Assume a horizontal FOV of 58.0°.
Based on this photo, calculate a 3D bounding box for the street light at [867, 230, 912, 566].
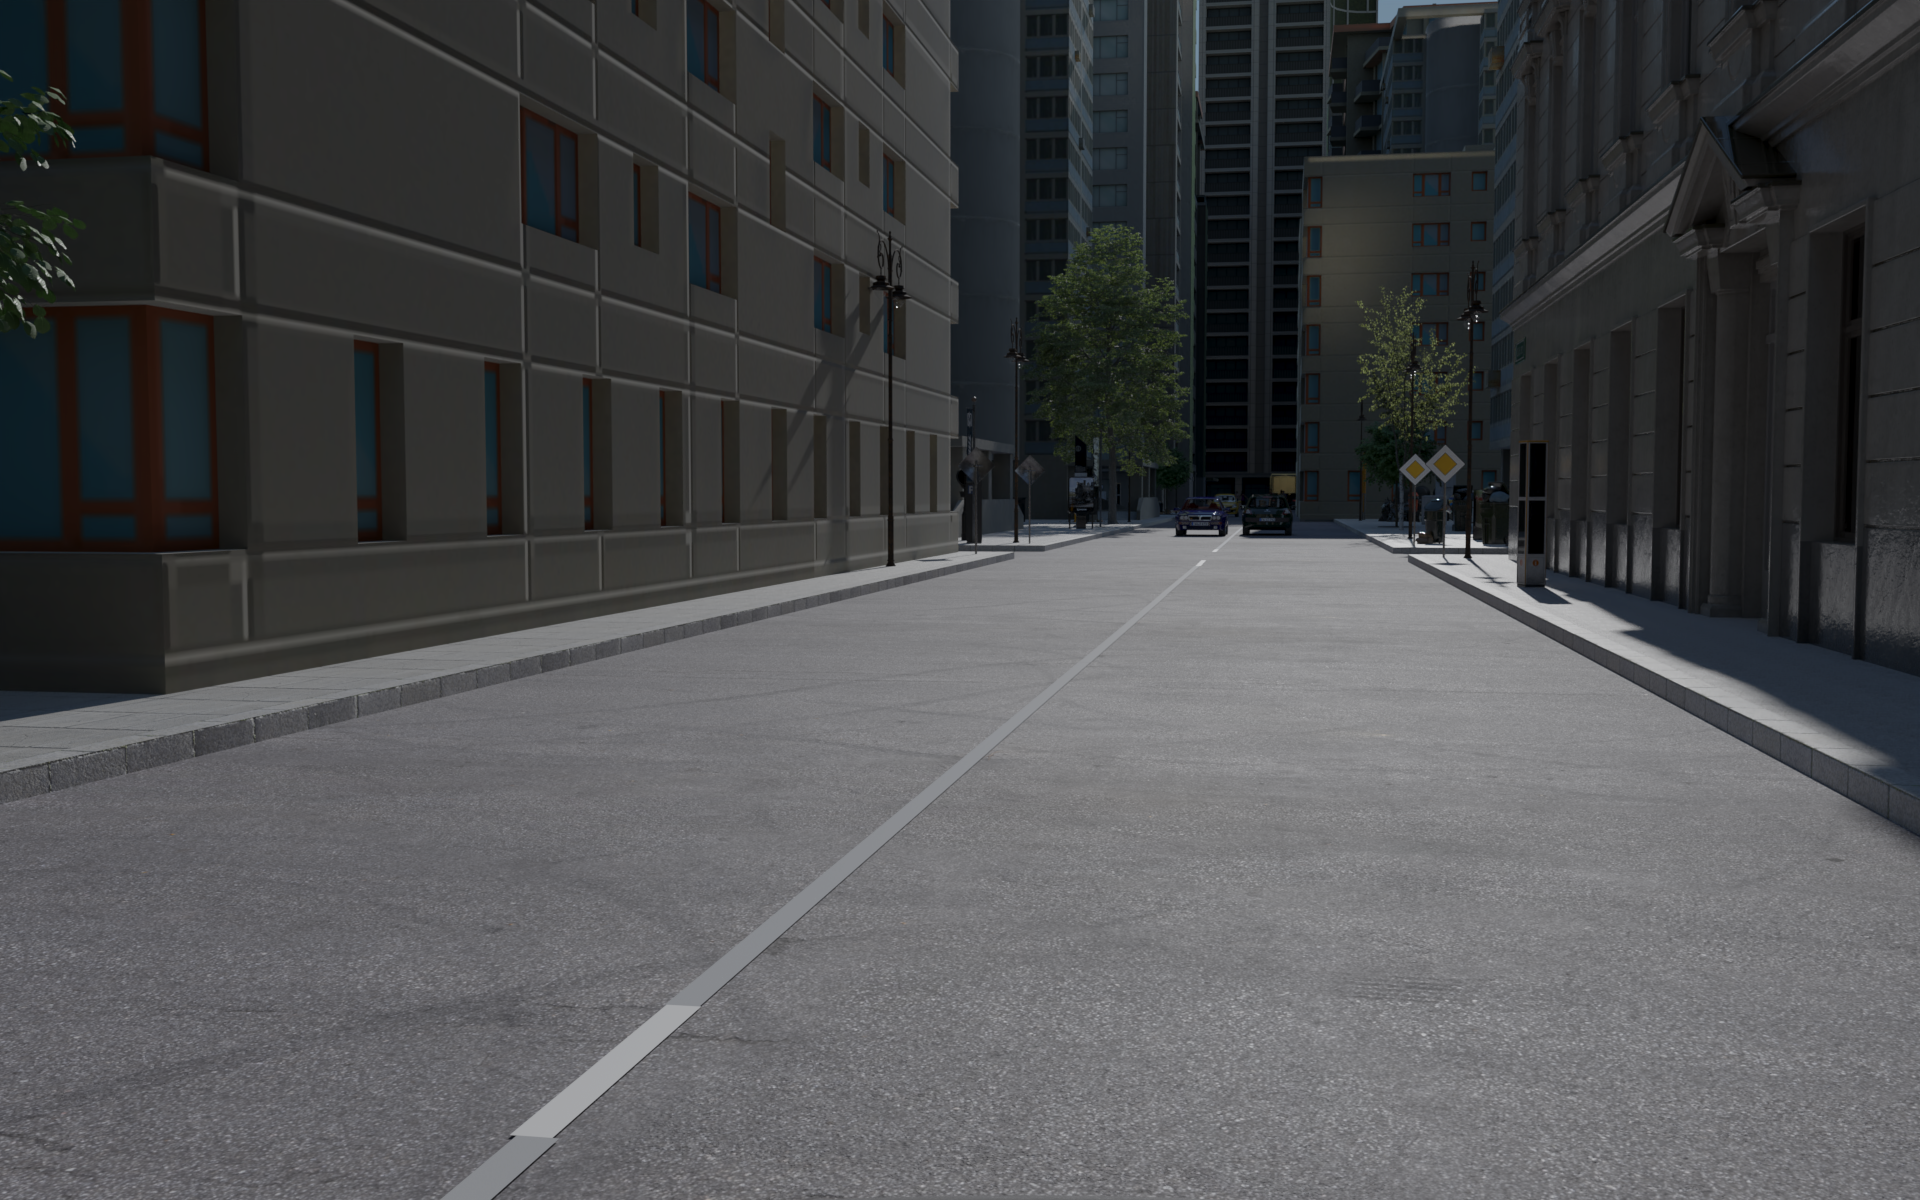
[{"bbox_3d":[-1.229,-3.536,30.605,0.468,5.910,1.993,1,4,10],"label":"street light"}]

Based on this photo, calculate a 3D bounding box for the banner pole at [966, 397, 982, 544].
[{"bbox_3d":[0.293,-3.335,44.549,0.401,3.779,0.863,1,4,17],"label":"banner pole"}]

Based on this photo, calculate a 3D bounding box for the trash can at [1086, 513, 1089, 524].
[{"bbox_3d":[5.315,-3.891,75.268,0.748,1.137,0.748,0,3,0],"label":"trash can"}]

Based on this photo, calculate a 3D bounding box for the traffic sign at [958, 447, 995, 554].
[{"bbox_3d":[0.346,-2.034,36.901,0.795,2.450,0.064,1,4,10],"label":"traffic sign"}]

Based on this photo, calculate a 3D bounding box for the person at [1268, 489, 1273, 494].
[{"bbox_3d":[23.729,-7.583,132.446,1.348,1.831,0.705,2,4,26],"label":"person"}]

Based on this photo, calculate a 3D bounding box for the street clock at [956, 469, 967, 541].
[{"bbox_3d":[0.144,-2.646,47.826,0.471,2.002,0.358,-1,4,-12],"label":"street clock"}]

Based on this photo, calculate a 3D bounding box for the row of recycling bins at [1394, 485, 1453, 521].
[{"bbox_3d":[22.425,-4.597,82.268,3.534,1.692,1.069,1,4,18],"label":"row of recycling bins"}]

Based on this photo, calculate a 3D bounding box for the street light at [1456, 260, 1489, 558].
[{"bbox_3d":[10.152,-3.771,34.444,0.468,5.910,1.993,1,4,10],"label":"street light"}]

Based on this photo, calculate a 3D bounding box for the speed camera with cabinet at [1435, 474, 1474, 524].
[{"bbox_3d":[21.731,-4.955,75.357,2.038,3.252,0.660,-1,4,-16],"label":"speed camera with cabinet"}]

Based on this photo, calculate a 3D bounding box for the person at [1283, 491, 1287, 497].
[{"bbox_3d":[26.040,-7.948,139.376,0.541,1.710,0.530,1,4,23],"label":"person"}]

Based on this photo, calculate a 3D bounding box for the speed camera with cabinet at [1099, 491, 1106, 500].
[{"bbox_3d":[7.805,-6.759,104.838,2.038,3.252,0.660,1,4,12],"label":"speed camera with cabinet"}]

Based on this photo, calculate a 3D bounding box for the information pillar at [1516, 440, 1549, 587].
[{"bbox_3d":[7.894,-1.186,23.887,0.304,2.012,0.304,0,4,-5],"label":"information pillar"}]

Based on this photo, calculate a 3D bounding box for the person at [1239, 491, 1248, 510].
[{"bbox_3d":[26.236,-9.254,160.492,0.721,1.739,1.217,-2,4,-35],"label":"person"}]

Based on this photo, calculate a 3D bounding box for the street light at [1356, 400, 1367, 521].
[{"bbox_3d":[19.159,-6.724,82.727,0.468,5.910,1.993,1,4,10],"label":"street light"}]

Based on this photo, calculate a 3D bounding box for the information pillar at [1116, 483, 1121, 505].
[{"bbox_3d":[10.660,-6.853,116.534,0.304,2.012,0.304,0,4,2],"label":"information pillar"}]

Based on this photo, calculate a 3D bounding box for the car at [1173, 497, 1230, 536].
[{"bbox_3d":[8.439,-2.918,60.293,1.945,1.354,3.894,1,4,10],"label":"car"}]

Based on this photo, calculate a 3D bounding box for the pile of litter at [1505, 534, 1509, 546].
[{"bbox_3d":[14.231,-1.758,42.711,1.719,0.858,1.176,0,4,-2],"label":"pile of litter"}]

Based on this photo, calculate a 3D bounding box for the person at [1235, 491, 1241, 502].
[{"bbox_3d":[28.707,-10.435,179.823,1.217,1.736,0.721,3,4,36],"label":"person"}]

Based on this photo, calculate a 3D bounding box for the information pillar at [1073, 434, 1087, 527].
[{"bbox_3d":[4.709,-4.672,67.735,0.504,3.616,0.183,2,4,24],"label":"information pillar"}]

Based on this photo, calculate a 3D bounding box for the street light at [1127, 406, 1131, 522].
[{"bbox_3d":[7.755,-6.509,79.211,0.468,5.910,1.993,1,4,10],"label":"street light"}]

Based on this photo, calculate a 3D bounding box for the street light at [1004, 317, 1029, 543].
[{"bbox_3d":[1.481,-4.446,45.479,0.468,5.910,1.993,1,4,10],"label":"street light"}]

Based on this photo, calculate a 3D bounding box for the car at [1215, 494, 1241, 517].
[{"bbox_3d":[16.634,-6.020,108.657,2.015,1.641,3.980,1,4,10],"label":"car"}]

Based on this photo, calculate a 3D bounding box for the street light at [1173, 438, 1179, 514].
[{"bbox_3d":[14.186,-8.605,113.482,0.468,5.910,1.993,1,4,10],"label":"street light"}]

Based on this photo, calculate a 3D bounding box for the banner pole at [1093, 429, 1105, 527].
[{"bbox_3d":[5.331,-4.708,66.993,0.401,3.779,0.863,-2,4,-24],"label":"banner pole"}]

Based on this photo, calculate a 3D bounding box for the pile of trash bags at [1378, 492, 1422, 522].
[{"bbox_3d":[20.589,-4.296,79.999,1.912,1.369,3.447,0,4,0],"label":"pile of trash bags"}]

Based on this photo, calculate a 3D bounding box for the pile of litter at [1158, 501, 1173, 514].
[{"bbox_3d":[13.046,-5.933,110.973,1.719,0.858,1.176,-3,4,-36],"label":"pile of litter"}]

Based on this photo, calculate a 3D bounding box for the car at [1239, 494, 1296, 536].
[{"bbox_3d":[10.847,-3.138,61.094,2.009,1.686,4.222,1,4,10],"label":"car"}]

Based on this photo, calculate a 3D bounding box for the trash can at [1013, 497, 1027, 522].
[{"bbox_3d":[2.566,-3.936,76.004,0.748,1.137,0.748,0,3,0],"label":"trash can"}]

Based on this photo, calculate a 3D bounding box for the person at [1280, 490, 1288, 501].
[{"bbox_3d":[23.199,-7.101,125.321,1.217,1.735,0.721,-1,4,-20],"label":"person"}]

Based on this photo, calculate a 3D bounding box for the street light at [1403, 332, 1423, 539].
[{"bbox_3d":[12.923,-4.694,49.527,0.468,5.910,1.993,1,4,10],"label":"street light"}]

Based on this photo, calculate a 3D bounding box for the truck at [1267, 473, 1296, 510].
[{"bbox_3d":[29.922,-10.006,159.520,3.469,3.379,9.791,1,4,11],"label":"truck"}]
